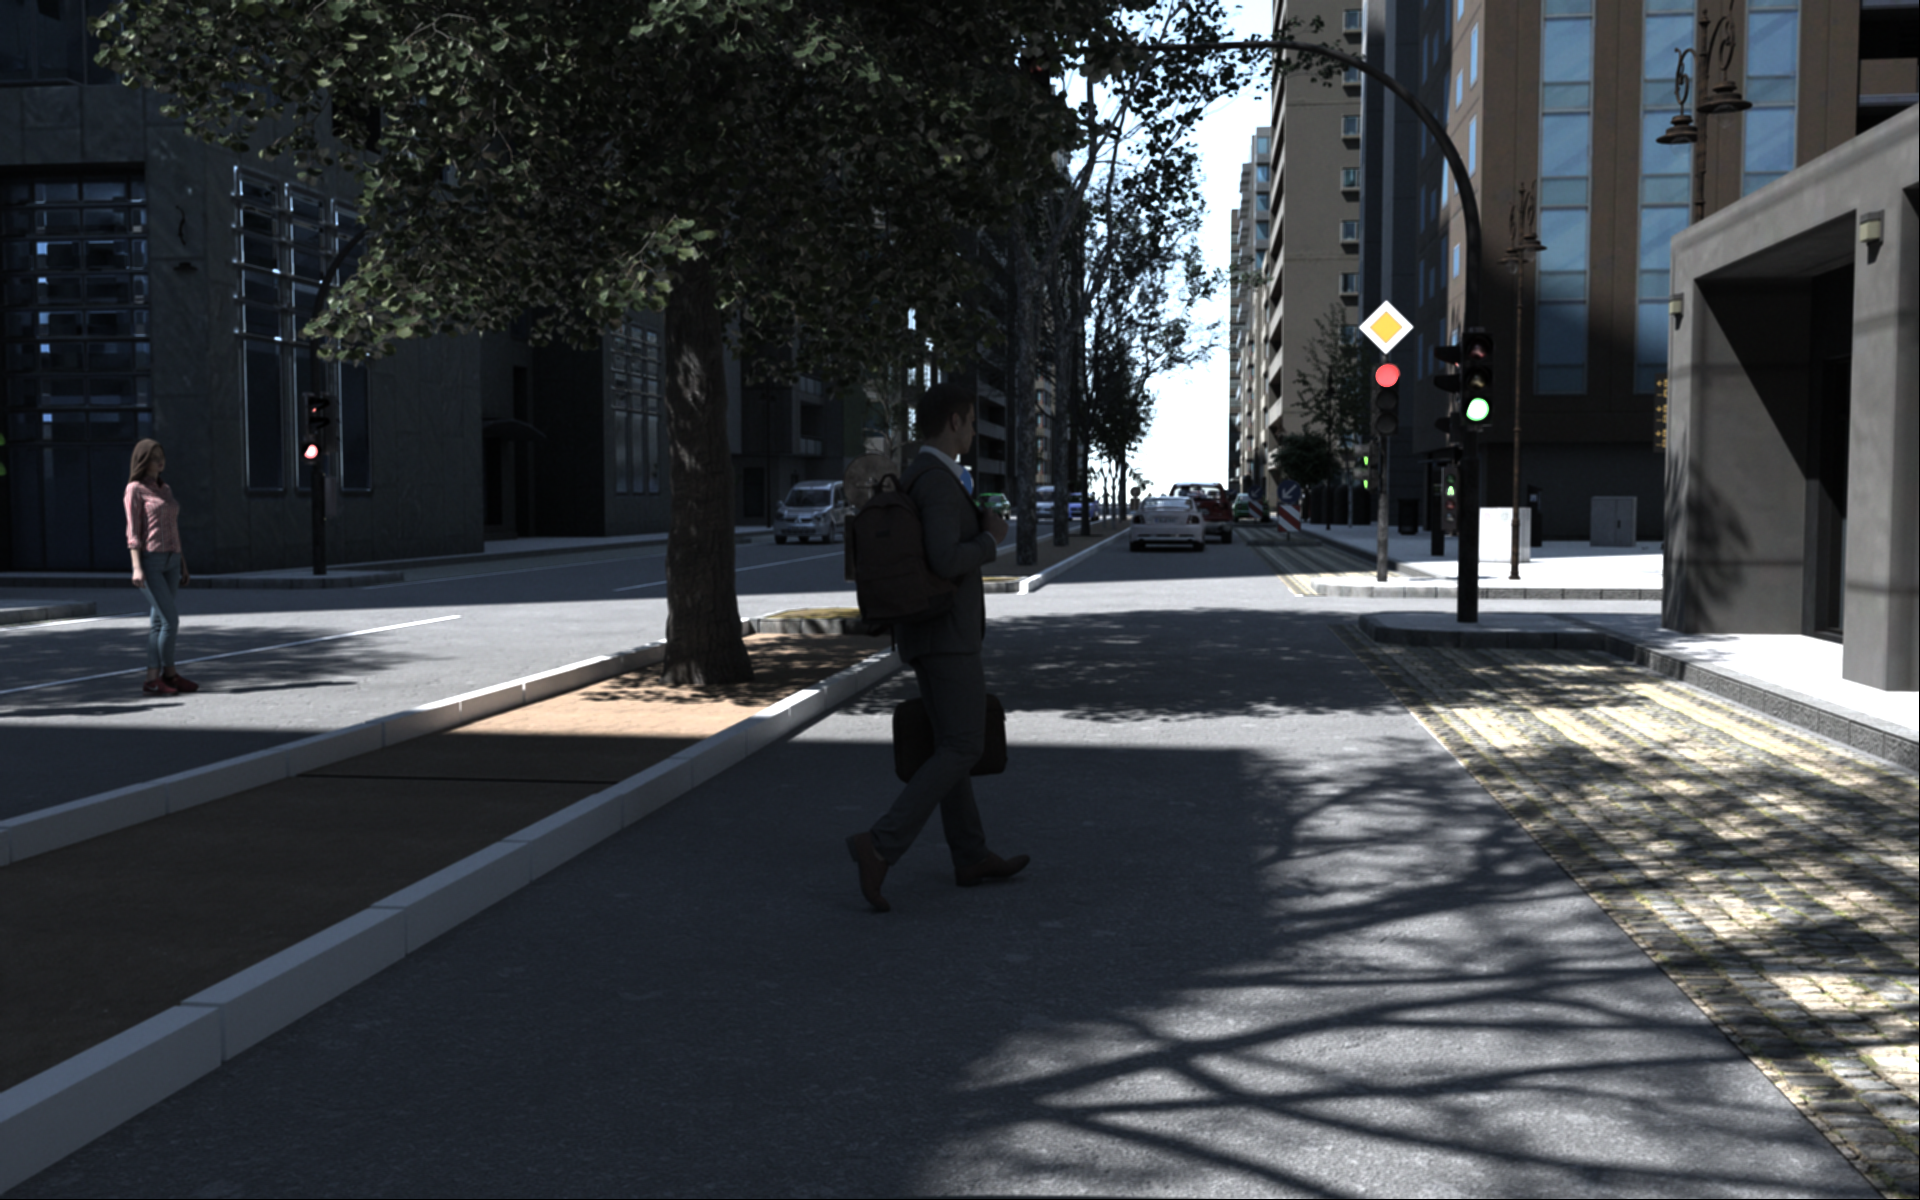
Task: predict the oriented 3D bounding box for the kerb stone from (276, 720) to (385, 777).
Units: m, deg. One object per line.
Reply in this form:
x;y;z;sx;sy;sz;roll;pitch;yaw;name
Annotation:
-3.370;0.796;9.227;0.120;0.150;1.000;0;4;8;kerb stone

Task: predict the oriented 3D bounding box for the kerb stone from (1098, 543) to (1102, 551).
3.363;-1.271;42.979;0.120;0.150;1.000;0;4;8;kerb stone

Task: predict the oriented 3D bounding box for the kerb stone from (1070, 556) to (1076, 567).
2.114;-0.711;33.812;0.120;0.150;1.000;0;4;8;kerb stone

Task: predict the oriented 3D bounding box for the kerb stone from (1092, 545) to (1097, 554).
3.087;-1.147;40.954;0.120;0.150;1.000;0;4;8;kerb stone

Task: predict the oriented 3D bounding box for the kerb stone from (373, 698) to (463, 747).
-3.226;0.731;10.248;0.120;0.150;1.000;0;4;8;kerb stone

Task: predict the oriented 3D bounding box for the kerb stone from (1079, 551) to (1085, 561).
2.523;-0.895;36.869;0.120;0.150;1.000;0;4;8;kerb stone

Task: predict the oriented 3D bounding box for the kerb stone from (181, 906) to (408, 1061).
-1.846;1.062;4.875;0.120;0.150;1.000;0;4;8;kerb stone

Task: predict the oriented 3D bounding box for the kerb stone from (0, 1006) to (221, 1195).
-1.980;1.125;3.852;0.120;0.150;1.000;0;4;8;kerb stone

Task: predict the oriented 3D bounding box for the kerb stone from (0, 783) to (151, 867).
-3.650;0.918;7.188;0.120;0.150;1.000;0;4;8;kerb stone

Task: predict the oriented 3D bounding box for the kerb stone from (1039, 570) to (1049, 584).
1.281;-0.338;27.717;0.120;0.150;1.000;0;4;8;kerb stone

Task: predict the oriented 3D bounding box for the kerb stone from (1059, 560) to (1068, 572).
1.832;-0.587;31.786;0.120;0.150;1.000;0;4;8;kerb stone

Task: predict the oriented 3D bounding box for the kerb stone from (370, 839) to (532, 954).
-1.712;0.997;5.890;0.120;0.150;1.000;0;4;8;kerb stone

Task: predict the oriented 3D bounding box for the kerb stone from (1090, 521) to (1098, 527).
6.004;-3.401;77.809;0.120;0.150;1.000;0;4;8;kerb stone

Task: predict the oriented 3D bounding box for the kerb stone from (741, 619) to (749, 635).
-2.259;0.296;17.351;0.120;0.150;1.000;0;4;8;kerb stone

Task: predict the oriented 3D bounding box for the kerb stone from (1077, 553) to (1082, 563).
2.386;-0.835;35.852;0.120;0.150;1.000;0;4;8;kerb stone

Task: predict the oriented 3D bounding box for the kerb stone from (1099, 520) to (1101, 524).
6.278;-3.525;79.836;0.120;0.150;1.000;0;4;8;kerb stone

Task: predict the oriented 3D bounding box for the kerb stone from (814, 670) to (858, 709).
-0.878;0.625;11.983;0.120;0.150;1.000;0;4;8;kerb stone

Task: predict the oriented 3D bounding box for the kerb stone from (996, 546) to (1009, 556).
1.001;-1.159;41.230;0.120;0.150;1.000;0;4;8;kerb stone

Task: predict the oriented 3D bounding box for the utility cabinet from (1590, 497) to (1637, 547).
15.886;-1.894;42.124;1.020;1.237;0.306;3;5;41;utility cabinet

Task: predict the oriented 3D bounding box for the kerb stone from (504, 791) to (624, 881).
-1.574;0.935;6.913;0.120;0.150;1.000;0;4;8;kerb stone

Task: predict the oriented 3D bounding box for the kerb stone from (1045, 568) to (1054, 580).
1.414;-0.400;28.738;0.120;0.150;1.000;0;4;8;kerb stone

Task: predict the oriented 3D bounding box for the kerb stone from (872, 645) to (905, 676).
-0.603;0.500;14.014;0.120;0.150;1.000;0;4;8;kerb stone

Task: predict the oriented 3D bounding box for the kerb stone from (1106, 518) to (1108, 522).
7.114;-3.894;85.928;0.120;0.150;1.000;0;4;8;kerb stone

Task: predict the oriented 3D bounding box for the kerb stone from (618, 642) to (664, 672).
-2.674;0.485;14.311;0.120;0.150;1.000;0;4;8;kerb stone

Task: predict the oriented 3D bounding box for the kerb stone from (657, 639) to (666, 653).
-2.538;0.420;15.324;0.120;0.150;1.000;0;4;8;kerb stone

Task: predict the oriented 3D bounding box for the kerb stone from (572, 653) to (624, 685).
-2.823;0.544;13.296;0.120;0.150;1.000;0;4;8;kerb stone

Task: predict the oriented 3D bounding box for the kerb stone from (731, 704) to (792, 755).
-1.155;0.751;9.954;0.120;0.150;1.000;0;4;8;kerb stone

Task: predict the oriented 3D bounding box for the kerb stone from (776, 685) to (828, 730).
-1.020;0.687;10.970;0.120;0.150;1.000;0;4;8;kerb stone

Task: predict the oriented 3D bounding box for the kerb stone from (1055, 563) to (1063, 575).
1.694;-0.524;30.768;0.120;0.150;1.000;0;4;8;kerb stone

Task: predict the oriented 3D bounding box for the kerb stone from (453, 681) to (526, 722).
-3.094;0.670;11.270;0.120;0.150;1.000;0;4;8;kerb stone

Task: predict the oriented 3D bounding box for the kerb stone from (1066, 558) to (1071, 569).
1.967;-0.648;32.801;0.120;0.150;1.000;0;4;8;kerb stone

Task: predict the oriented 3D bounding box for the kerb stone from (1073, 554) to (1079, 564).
2.246;-0.772;34.831;0.120;0.150;1.000;0;4;8;kerb stone

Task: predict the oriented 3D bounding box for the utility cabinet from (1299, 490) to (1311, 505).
19.587;-5.433;97.504;1.173;1.500;0.318;2;4;27;utility cabinet

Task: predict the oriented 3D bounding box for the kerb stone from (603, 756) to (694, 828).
-1.432;0.877;7.925;0.120;0.150;1.000;0;4;8;kerb stone

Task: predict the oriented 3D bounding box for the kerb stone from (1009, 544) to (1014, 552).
1.139;-1.226;42.245;0.120;0.150;1.000;0;4;8;kerb stone

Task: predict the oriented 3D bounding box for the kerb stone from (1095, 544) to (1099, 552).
3.225;-1.209;41.966;0.120;0.150;1.000;0;4;8;kerb stone

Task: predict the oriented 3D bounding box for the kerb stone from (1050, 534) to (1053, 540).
2.675;-1.911;53.441;0.120;0.150;1.000;0;4;8;kerb stone

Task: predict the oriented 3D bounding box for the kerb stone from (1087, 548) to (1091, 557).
2.806;-1.023;38.915;0.120;0.150;1.000;0;4;8;kerb stone

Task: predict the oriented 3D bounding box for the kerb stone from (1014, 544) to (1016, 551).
1.281;-1.288;43.257;0.120;0.150;1.000;0;4;8;kerb stone

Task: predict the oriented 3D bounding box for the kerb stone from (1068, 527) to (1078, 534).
4.199;-2.594;64.612;0.120;0.150;1.000;0;4;8;kerb stone

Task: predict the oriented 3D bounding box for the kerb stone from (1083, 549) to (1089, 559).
2.667;-0.960;37.897;0.120;0.150;1.000;0;4;8;kerb stone

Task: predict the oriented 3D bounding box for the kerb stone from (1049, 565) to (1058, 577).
1.546;-0.462;29.754;0.120;0.150;1.000;0;4;8;kerb stone

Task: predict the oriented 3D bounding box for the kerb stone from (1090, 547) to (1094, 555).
2.938;-1.085;39.929;0.120;0.150;1.000;0;4;8;kerb stone

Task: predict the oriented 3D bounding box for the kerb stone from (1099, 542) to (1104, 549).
3.500;-1.333;43.994;0.120;0.150;1.000;0;4;8;kerb stone

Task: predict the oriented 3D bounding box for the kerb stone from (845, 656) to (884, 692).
-0.737;0.564;12.998;0.120;0.150;1.000;0;4;8;kerb stone

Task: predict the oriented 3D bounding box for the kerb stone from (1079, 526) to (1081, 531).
4.474;-2.718;66.640;0.120;0.150;1.000;0;4;8;kerb stone

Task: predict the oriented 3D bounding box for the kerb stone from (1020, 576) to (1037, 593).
0.996;-0.213;25.693;0.120;0.150;1.000;0;4;8;kerb stone

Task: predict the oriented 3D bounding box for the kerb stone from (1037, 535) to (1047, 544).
2.397;-1.786;51.401;0.120;0.150;1.000;0;4;8;kerb stone

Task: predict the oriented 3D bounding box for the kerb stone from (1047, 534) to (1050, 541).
2.532;-1.846;52.414;0.120;0.150;1.000;0;4;8;kerb stone

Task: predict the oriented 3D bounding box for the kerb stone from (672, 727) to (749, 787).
-1.292;0.811;8.938;0.120;0.150;1.000;0;4;8;kerb stone

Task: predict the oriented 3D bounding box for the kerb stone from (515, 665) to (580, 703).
-2.950;0.606;12.282;0.120;0.150;1.000;0;4;8;kerb stone

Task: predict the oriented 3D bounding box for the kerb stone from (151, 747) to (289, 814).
-3.510;0.858;8.208;0.120;0.150;1.000;0;4;8;kerb stone

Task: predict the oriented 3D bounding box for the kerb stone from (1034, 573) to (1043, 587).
1.136;-0.272;26.705;0.120;0.150;1.000;0;4;8;kerb stone
